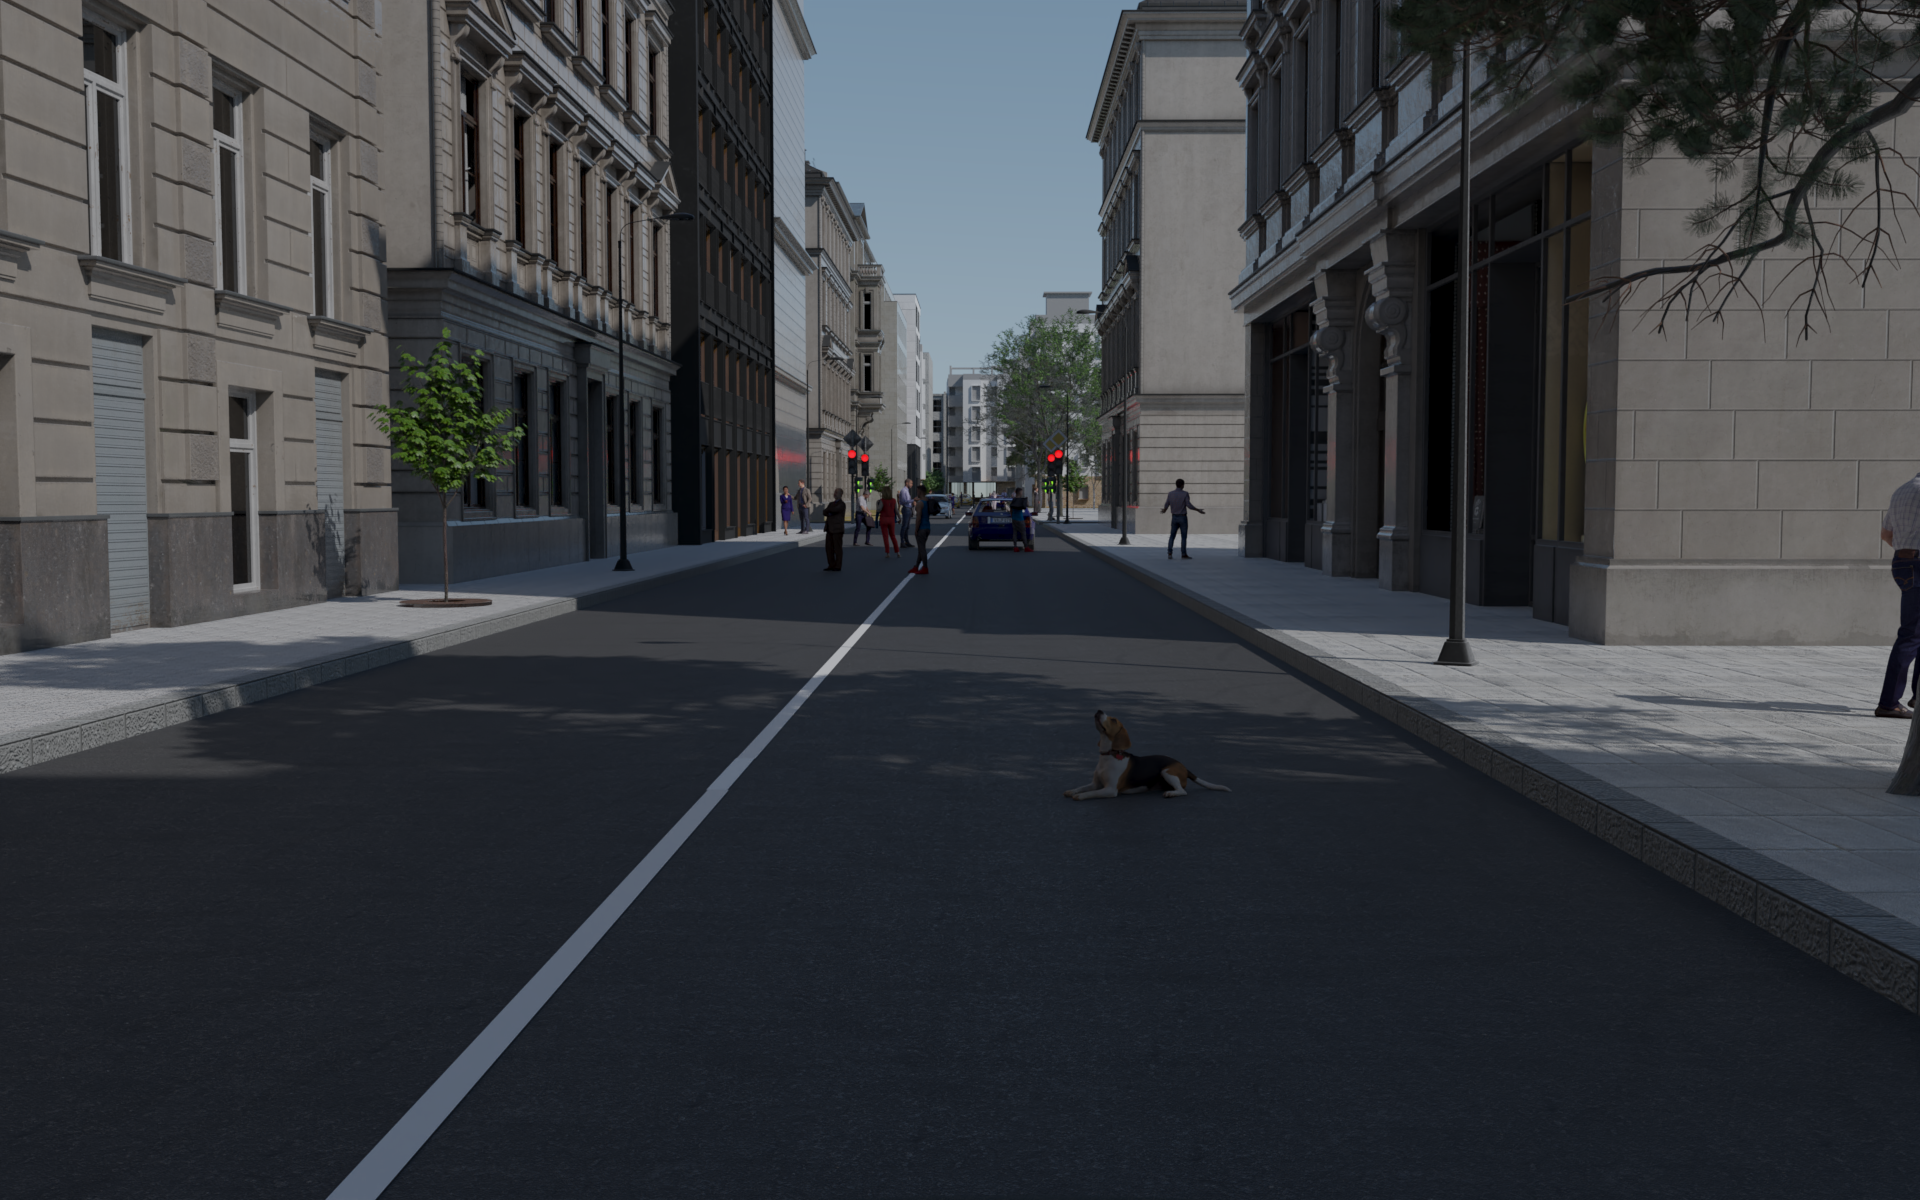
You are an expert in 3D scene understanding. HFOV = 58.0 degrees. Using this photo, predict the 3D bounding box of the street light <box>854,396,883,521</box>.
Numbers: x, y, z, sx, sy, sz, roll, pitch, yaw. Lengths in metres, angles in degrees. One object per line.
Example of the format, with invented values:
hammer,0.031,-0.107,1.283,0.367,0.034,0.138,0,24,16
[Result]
street light,-4.347,-6.694,81.985,1.470,5.913,1.316,0,4,1

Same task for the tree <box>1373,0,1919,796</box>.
tree,4.415,-5.199,7.056,6.751,12.117,7.091,0,3,0

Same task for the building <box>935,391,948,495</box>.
building,-17.604,-23.430,249.531,31.486,18.905,16.747,0,4,1

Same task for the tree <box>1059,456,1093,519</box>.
tree,5.694,-5.759,88.763,1.663,3.219,1.824,0,3,0

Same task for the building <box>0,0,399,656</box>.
building,-13.269,-13.023,10.190,12.463,27.353,25.104,0,4,1

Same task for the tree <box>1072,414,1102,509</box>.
tree,11.144,-11.820,143.624,4.360,8.622,3.978,0,3,0

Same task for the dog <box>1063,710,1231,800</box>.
dog,0.897,0.731,8.246,0.748,0.427,0.550,1,4,18

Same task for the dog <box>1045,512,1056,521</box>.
dog,4.462,-4.025,83.543,0.748,0.427,0.550,0,4,-6

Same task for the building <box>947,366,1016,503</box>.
building,3.832,-24.011,248.993,11.380,20.091,16.016,0,4,1

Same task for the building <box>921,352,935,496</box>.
building,-19.499,-21.902,224.551,31.486,18.905,16.747,0,4,1

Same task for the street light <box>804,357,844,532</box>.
street light,-4.616,-5.269,58.690,1.470,5.913,1.316,0,4,1

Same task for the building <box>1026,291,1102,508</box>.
building,14.492,-19.019,167.374,16.016,20.091,11.380,0,4,1

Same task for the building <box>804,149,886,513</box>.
building,-12.414,-18.354,119.175,14.460,24.649,34.723,0,4,1

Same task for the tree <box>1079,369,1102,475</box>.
tree,14.329,-14.986,152.440,7.806,13.903,7.818,0,3,0

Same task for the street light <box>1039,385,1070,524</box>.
street light,4.048,-6.205,73.995,1.470,5.913,1.316,0,4,1

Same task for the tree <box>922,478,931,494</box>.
tree,-3.869,-12.836,204.475,1.663,3.219,1.824,0,3,0

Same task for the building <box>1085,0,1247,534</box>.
building,10.425,-12.171,63.623,10.561,19.102,19.286,0,4,1

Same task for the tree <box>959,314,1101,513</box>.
tree,5.393,-12.630,116.877,12.009,13.543,11.850,0,3,0

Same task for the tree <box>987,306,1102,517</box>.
tree,5.542,-10.504,97.492,9.928,11.665,9.643,0,3,0

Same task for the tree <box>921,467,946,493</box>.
tree,-3.222,-13.809,209.493,4.285,4.588,4.351,0,3,0

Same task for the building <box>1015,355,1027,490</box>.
building,15.619,-21.435,216.926,16.747,18.905,31.486,0,4,1

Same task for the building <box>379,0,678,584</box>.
building,-11.804,-10.312,33.229,10.561,19.102,19.286,0,4,1

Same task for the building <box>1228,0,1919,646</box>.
building,10.156,-11.183,33.744,10.553,20.767,40.483,0,4,1

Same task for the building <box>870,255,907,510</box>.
building,-10.015,-17.757,145.082,10.420,20.320,16.860,0,4,1

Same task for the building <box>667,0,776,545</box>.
building,-12.536,-13.514,50.637,12.332,23.373,15.834,0,4,1

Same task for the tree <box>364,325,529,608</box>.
tree,-5.798,-1.549,19.925,1.663,3.219,1.824,0,3,0

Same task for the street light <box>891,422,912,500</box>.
street light,-3.866,-8.524,111.905,1.470,5.913,1.316,0,4,1

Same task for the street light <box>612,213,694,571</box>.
street light,-5.086,-3.439,28.769,1.470,5.913,1.316,0,4,1

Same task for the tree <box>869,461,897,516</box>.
tree,-4.539,-6.559,101.842,1.663,3.219,1.824,0,3,0

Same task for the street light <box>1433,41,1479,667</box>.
street light,3.199,-2.467,12.883,1.470,5.913,1.316,0,4,1

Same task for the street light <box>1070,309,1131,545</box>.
street light,3.620,-4.350,43.668,1.470,5.913,1.316,0,4,1

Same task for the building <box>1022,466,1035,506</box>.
building,11.438,-15.002,187.426,9.099,9.664,28.070,0,4,1

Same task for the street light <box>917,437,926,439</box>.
street light,-3.462,-10.355,141.840,1.470,5.913,1.316,0,4,1

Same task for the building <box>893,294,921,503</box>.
building,-18.485,-20.222,174.610,27.936,21.610,32.646,0,4,1

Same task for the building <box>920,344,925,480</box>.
building,-11.924,-20.836,197.094,16.016,20.091,11.380,0,4,1

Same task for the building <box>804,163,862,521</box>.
building,-11.130,-13.912,92.087,10.561,19.102,19.286,0,4,1
